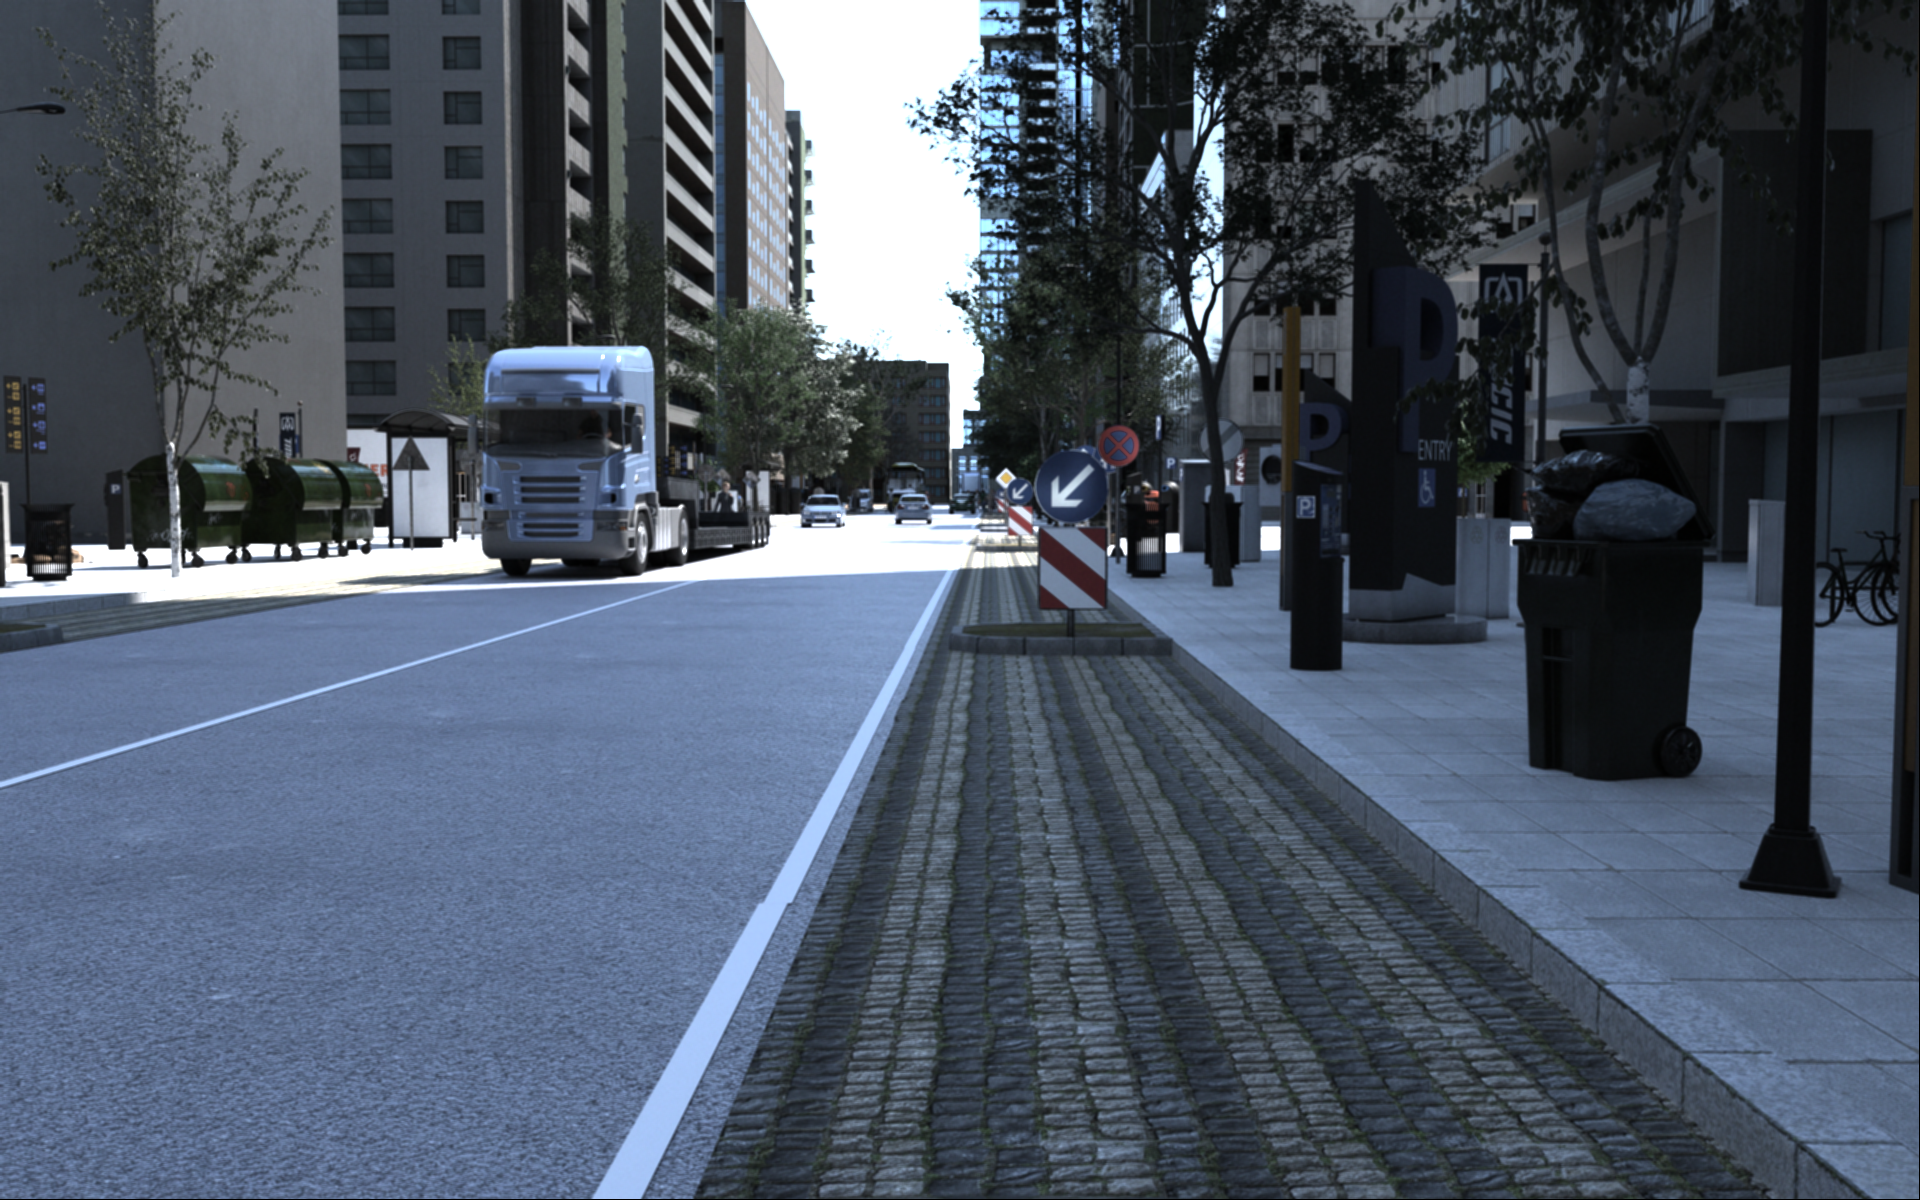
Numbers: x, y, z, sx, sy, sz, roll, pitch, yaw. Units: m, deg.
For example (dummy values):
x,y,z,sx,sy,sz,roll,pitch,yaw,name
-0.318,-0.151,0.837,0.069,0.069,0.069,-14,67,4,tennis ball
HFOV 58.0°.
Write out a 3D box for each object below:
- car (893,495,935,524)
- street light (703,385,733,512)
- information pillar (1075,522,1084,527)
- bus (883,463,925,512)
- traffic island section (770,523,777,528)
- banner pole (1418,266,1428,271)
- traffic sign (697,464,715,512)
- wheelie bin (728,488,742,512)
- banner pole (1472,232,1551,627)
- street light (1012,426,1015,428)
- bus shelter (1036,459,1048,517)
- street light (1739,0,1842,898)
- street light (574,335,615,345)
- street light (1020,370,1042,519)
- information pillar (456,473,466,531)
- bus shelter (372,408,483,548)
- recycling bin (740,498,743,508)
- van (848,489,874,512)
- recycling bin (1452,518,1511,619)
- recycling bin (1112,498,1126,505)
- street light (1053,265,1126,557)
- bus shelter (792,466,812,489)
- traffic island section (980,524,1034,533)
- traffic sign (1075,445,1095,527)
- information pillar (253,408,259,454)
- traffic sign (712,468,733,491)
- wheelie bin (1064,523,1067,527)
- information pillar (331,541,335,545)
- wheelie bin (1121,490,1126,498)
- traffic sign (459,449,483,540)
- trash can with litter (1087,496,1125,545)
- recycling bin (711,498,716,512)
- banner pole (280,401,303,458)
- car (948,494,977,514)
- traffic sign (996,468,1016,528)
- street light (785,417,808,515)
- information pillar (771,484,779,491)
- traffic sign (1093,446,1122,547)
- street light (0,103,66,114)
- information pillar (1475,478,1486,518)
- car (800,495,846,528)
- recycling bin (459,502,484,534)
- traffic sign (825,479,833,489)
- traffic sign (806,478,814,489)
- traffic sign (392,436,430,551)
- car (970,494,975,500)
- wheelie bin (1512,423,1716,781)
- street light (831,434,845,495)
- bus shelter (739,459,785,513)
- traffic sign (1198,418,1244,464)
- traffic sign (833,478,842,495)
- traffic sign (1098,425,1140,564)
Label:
x,y,z,sx,sy,sz,roll,pitch,yaw,name
-2.207,-4.348,83.085,2.014,1.417,4.499,0,4,0,car
-10.369,-6.204,73.978,1.470,5.913,1.316,0,4,1,street light
3.242,-2.637,47.606,0.304,2.012,0.304,3,4,38,information pillar
-4.363,-9.083,140.057,2.896,3.916,12.252,0,4,2,bus
-8.924,-3.163,73.995,2.009,0.180,2.903,0,4,1,traffic island section
4.941,-1.790,19.289,0.401,3.779,0.863,-2,4,-33,banner pole
-10.745,-4.477,73.309,0.768,2.556,0.104,0,4,6,traffic sign
-11.678,-4.962,89.038,0.980,1.594,0.693,0,4,4,wheelie bin
5.354,-1.628,16.629,0.863,3.779,0.401,0,4,0,banner pole
3.494,-7.044,87.707,1.470,5.913,1.316,0,4,1,street light
5.190,-6.079,93.310,2.014,3.302,5.546,0,4,1,bus shelter
2.179,-2.016,5.509,1.470,5.913,1.316,0,4,1,street light
-10.772,-4.785,50.770,1.470,5.913,1.316,0,4,1,street light
3.097,-5.654,64.977,1.470,5.913,1.316,0,4,1,street light
-17.267,-3.382,59.788,0.304,2.012,0.304,2,4,26,information pillar
-12.834,-3.046,43.732,2.014,3.302,5.546,0,4,1,bus shelter
-13.688,-5.667,105.209,0.722,1.027,0.722,3,5,41,recycling bin
-7.708,-7.833,135.080,2.013,2.044,4.112,0,4,1,van
5.203,-0.332,17.979,0.722,1.027,0.722,-2,4,-31,recycling bin
9.517,-5.585,103.870,0.722,1.027,0.722,-1,4,-9,recycling bin
2.678,-3.835,35.242,1.470,5.913,1.316,0,4,1,street light
-11.839,-8.149,127.157,2.014,3.302,5.546,0,4,1,bus shelter
1.775,-2.663,65.816,2.009,0.180,2.903,0,4,1,traffic island section
3.273,-2.751,45.092,0.768,2.556,0.104,0,4,6,traffic sign
-19.062,-3.400,46.950,0.183,3.616,0.504,-1,4,-16,information pillar
-9.041,-3.811,65.949,0.795,2.450,0.064,0,4,1,traffic sign
4.162,-3.370,63.002,0.980,1.594,0.693,2,4,31,wheelie bin
-16.020,-2.406,43.830,0.304,2.012,0.304,0,4,-4,information pillar
11.997,-7.162,125.005,0.693,1.594,0.980,0,4,-8,wheelie bin
-13.519,-2.929,47.995,0.768,2.556,0.104,1,4,10,traffic sign
3.531,-1.954,43.337,0.624,1.170,1.055,2,4,34,trash can with litter
-16.334,-6.390,117.028,0.722,1.027,0.722,2,4,31,recycling bin
-18.014,-3.476,46.847,0.863,3.779,0.401,1,4,13,banner pole
0.169,-6.947,125.380,2.131,1.459,4.920,0,4,2,car
1.751,-3.798,65.740,0.795,2.450,0.064,0,4,1,traffic sign
-9.822,-8.034,103.893,1.470,5.913,1.316,0,4,1,street light
-13.369,-7.297,123.801,0.304,2.012,0.304,-3,5,-44,information pillar
3.600,-2.555,41.878,0.768,2.556,0.104,1,4,11,traffic sign
-11.315,-2.947,20.724,1.470,5.913,1.316,0,4,1,street light
21.999,-4.202,73.202,0.304,2.012,0.304,3,5,39,information pillar
-5.909,-3.864,75.186,2.014,1.417,4.499,0,4,-1,car
-15.757,-2.649,55.863,0.722,1.027,0.722,-1,4,-21,recycling bin
-11.308,-9.120,149.225,0.768,2.556,0.104,1,4,9,traffic sign
-11.820,-8.312,136.006,0.768,2.556,0.104,0,4,1,traffic sign
-12.256,-2.364,38.663,0.884,2.594,0.081,1,4,8,traffic sign
0.982,-10.823,186.749,2.009,1.686,4.222,0,4,3,car
2.992,-0.004,7.976,0.693,1.594,0.980,-1,4,-21,wheelie bin
-9.466,-9.912,134.594,1.470,5.913,1.316,0,4,1,street light
-11.670,-6.631,102.334,2.014,3.302,5.546,0,4,1,bus shelter
4.390,-1.780,29.213,0.768,2.556,0.104,0,4,3,traffic sign
-9.832,-8.508,139.217,0.768,2.556,0.104,0,4,2,traffic sign
2.922,-1.946,31.928,0.768,2.556,0.104,0,4,5,traffic sign
